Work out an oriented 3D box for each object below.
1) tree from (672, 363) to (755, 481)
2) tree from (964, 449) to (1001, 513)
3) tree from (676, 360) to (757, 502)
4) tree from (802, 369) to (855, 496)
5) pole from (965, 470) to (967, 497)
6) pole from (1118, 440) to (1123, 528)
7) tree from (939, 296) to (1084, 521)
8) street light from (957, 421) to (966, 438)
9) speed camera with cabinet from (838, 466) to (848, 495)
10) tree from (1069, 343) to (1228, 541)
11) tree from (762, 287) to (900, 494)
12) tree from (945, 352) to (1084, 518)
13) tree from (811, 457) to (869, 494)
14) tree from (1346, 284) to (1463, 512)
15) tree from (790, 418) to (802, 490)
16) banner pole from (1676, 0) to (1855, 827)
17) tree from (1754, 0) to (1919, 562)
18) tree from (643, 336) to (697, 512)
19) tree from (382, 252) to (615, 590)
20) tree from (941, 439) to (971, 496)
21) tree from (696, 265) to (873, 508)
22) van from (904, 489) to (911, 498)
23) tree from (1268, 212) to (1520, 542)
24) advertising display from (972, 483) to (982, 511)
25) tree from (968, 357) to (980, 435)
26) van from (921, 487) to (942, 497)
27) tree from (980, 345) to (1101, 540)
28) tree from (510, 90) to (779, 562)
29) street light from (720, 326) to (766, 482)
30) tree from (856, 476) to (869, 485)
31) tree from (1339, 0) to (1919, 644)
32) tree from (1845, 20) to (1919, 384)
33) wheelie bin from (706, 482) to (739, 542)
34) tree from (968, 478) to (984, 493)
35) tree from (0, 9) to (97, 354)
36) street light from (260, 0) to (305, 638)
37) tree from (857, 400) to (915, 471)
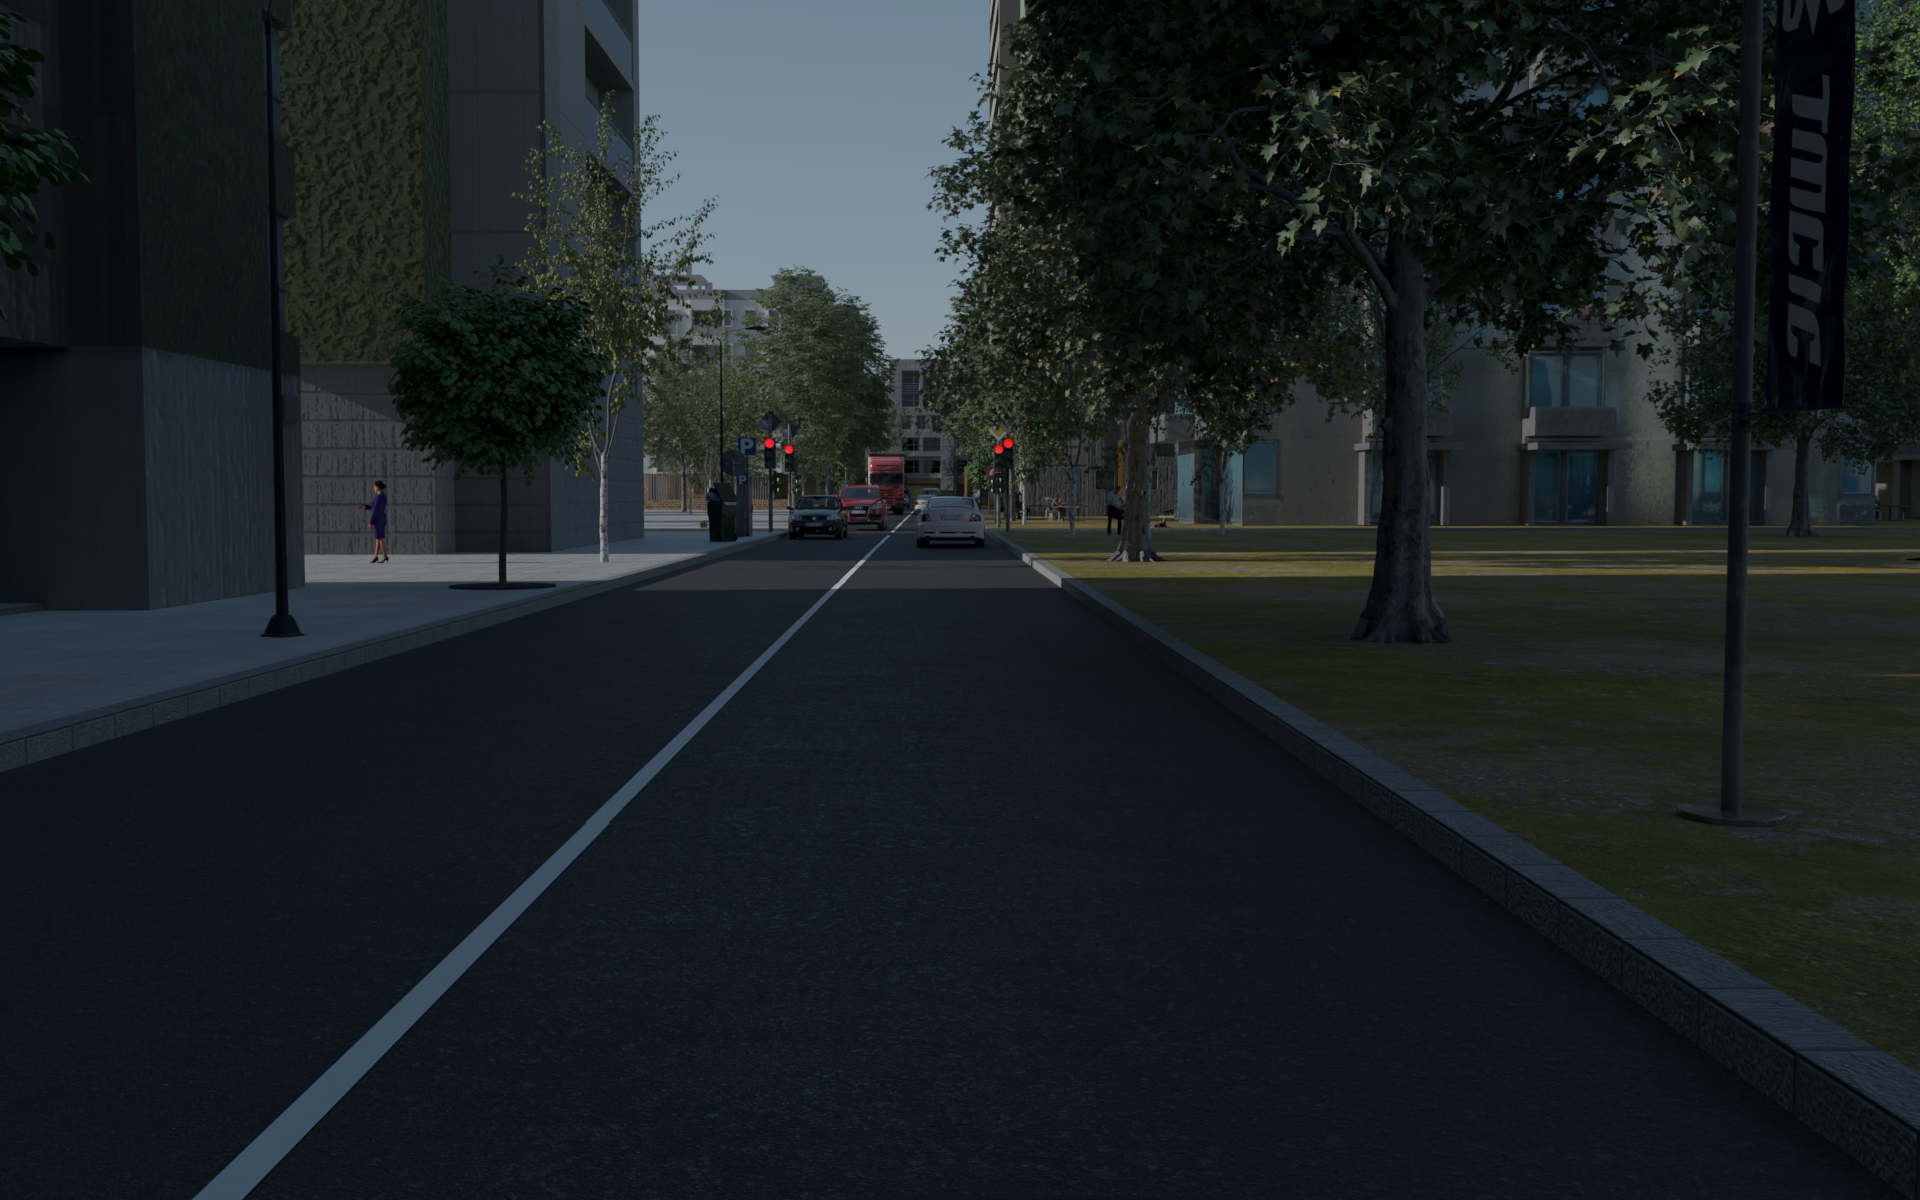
[{"bbox_3d":[-19.444,-12.843,135.738,9.928,11.665,9.643,0,3,0],"label":"tree"},{"bbox_3d":[1.930,-8.072,115.694,4.285,4.588,4.351,0,3,0],"label":"tree"},{"bbox_3d":[-13.601,-9.127,99.587,4.360,8.622,3.978,0,3,0],"label":"tree"},{"bbox_3d":[-7.721,-9.094,99.046,4.737,8.622,4.395,0,3,0],"label":"tree"},{"bbox_3d":[0.460,-8.540,133.474,0.158,3.312,0.155,0,3,0],"label":"pole"},{"bbox_3d":[6.069,-4.384,65.521,0.158,3.312,0.155,0,3,0],"label":"pole"},{"bbox_3d":[2.369,-10.069,82.761,7.486,12.596,7.792,0,3,0],"label":"tree"},{"bbox_3d":[0.692,-8.323,108.630,1.470,5.913,1.316,0,4,-1],"label":"street light"},{"bbox_3d":[-7.826,-7.463,116.349,0.660,3.252,2.038,0,4,-3],"label":"speed camera with cabinet"},{"bbox_3d":[4.762,-5.729,44.034,4.360,8.622,3.978,0,3,0],"label":"tree"},{"bbox_3d":[-8.200,-12.328,108.220,9.857,13.997,8.962,0,3,0],"label":"tree"},{"bbox_3d":[2.526,-9.597,91.327,8.767,10.594,7.601,1,4,10],"label":"tree"},{"bbox_3d":[-9.015,-8.485,122.443,4.285,4.588,4.351,0,3,0],"label":"tree"},{"bbox_3d":[13.551,-6.361,54.371,4.737,8.622,4.395,0,3,0],"label":"tree"},{"bbox_3d":[-9.621,-7.605,74.701,4.737,8.622,4.395,0,3,0],"label":"tree"},{"bbox_3d":[3.085,-1.010,6.525,0.401,3.779,0.863,0,4,-7],"label":"banner pole"},{"bbox_3d":[18.782,-6.557,32.957,9.928,11.665,9.643,0,3,0],"label":"tree"},{"bbox_3d":[-20.298,-12.643,124.834,7.486,12.596,7.792,0,3,0],"label":"tree"},{"bbox_3d":[-6.300,-2.441,23.622,4.285,4.588,4.351,0,3,0],"label":"tree"},{"bbox_3d":[-0.590,-16.399,218.487,4.360,8.622,3.978,0,3,0],"label":"tree"},{"bbox_3d":[-7.840,-10.279,86.181,7.486,12.596,7.792,0,3,0],"label":"tree"},{"bbox_3d":[-7.031,-12.562,209.771,2.240,2.365,5.245,0,4,-2],"label":"van"},{"bbox_3d":[11.883,-7.379,46.401,9.928,11.665,9.643,0,3,0],"label":"tree"},{"bbox_3d":[0.973,-5.852,100.891,0.123,1.923,0.974,-2,4,-31],"label":"advertising display"},{"bbox_3d":[2.453,-7.439,71.991,4.737,8.622,4.395,0,3,0],"label":"tree"},{"bbox_3d":[-2.091,-7.349,127.171,2.013,2.044,4.112,0,4,0],"label":"van"},{"bbox_3d":[3.151,-6.013,48.672,4.737,8.622,4.395,0,3,0],"label":"tree"},{"bbox_3d":[-6.589,-5.037,32.719,4.737,8.622,4.395,0,3,0],"label":"tree"},{"bbox_3d":[-6.062,-4.613,47.960,1.470,5.913,1.316,0,4,-1],"label":"street light"},{"bbox_3d":[-8.891,-10.396,164.579,1.663,3.219,1.824,0,3,0],"label":"tree"},{"bbox_3d":[3.942,-5.999,15.087,9.611,12.733,9.660,0,3,0],"label":"tree"},{"bbox_3d":[14.343,-4.496,23.877,4.737,8.622,4.395,0,3,0],"label":"tree"},{"bbox_3d":[-6.444,-2.372,46.690,0.693,1.594,0.980,2,4,34],"label":"wheelie bin"},{"bbox_3d":[1.423,-10.045,158.830,1.663,3.219,1.824,0,3,0],"label":"tree"},{"bbox_3d":[-6.110,-1.524,8.629,4.285,4.588,4.351,0,3,0],"label":"tree"},{"bbox_3d":[-5.574,-2.625,15.459,1.470,5.913,1.316,0,4,-1],"label":"street light"},{"bbox_3d":[-8.810,-15.739,183.081,9.928,11.665,9.643,0,3,0],"label":"tree"}]
